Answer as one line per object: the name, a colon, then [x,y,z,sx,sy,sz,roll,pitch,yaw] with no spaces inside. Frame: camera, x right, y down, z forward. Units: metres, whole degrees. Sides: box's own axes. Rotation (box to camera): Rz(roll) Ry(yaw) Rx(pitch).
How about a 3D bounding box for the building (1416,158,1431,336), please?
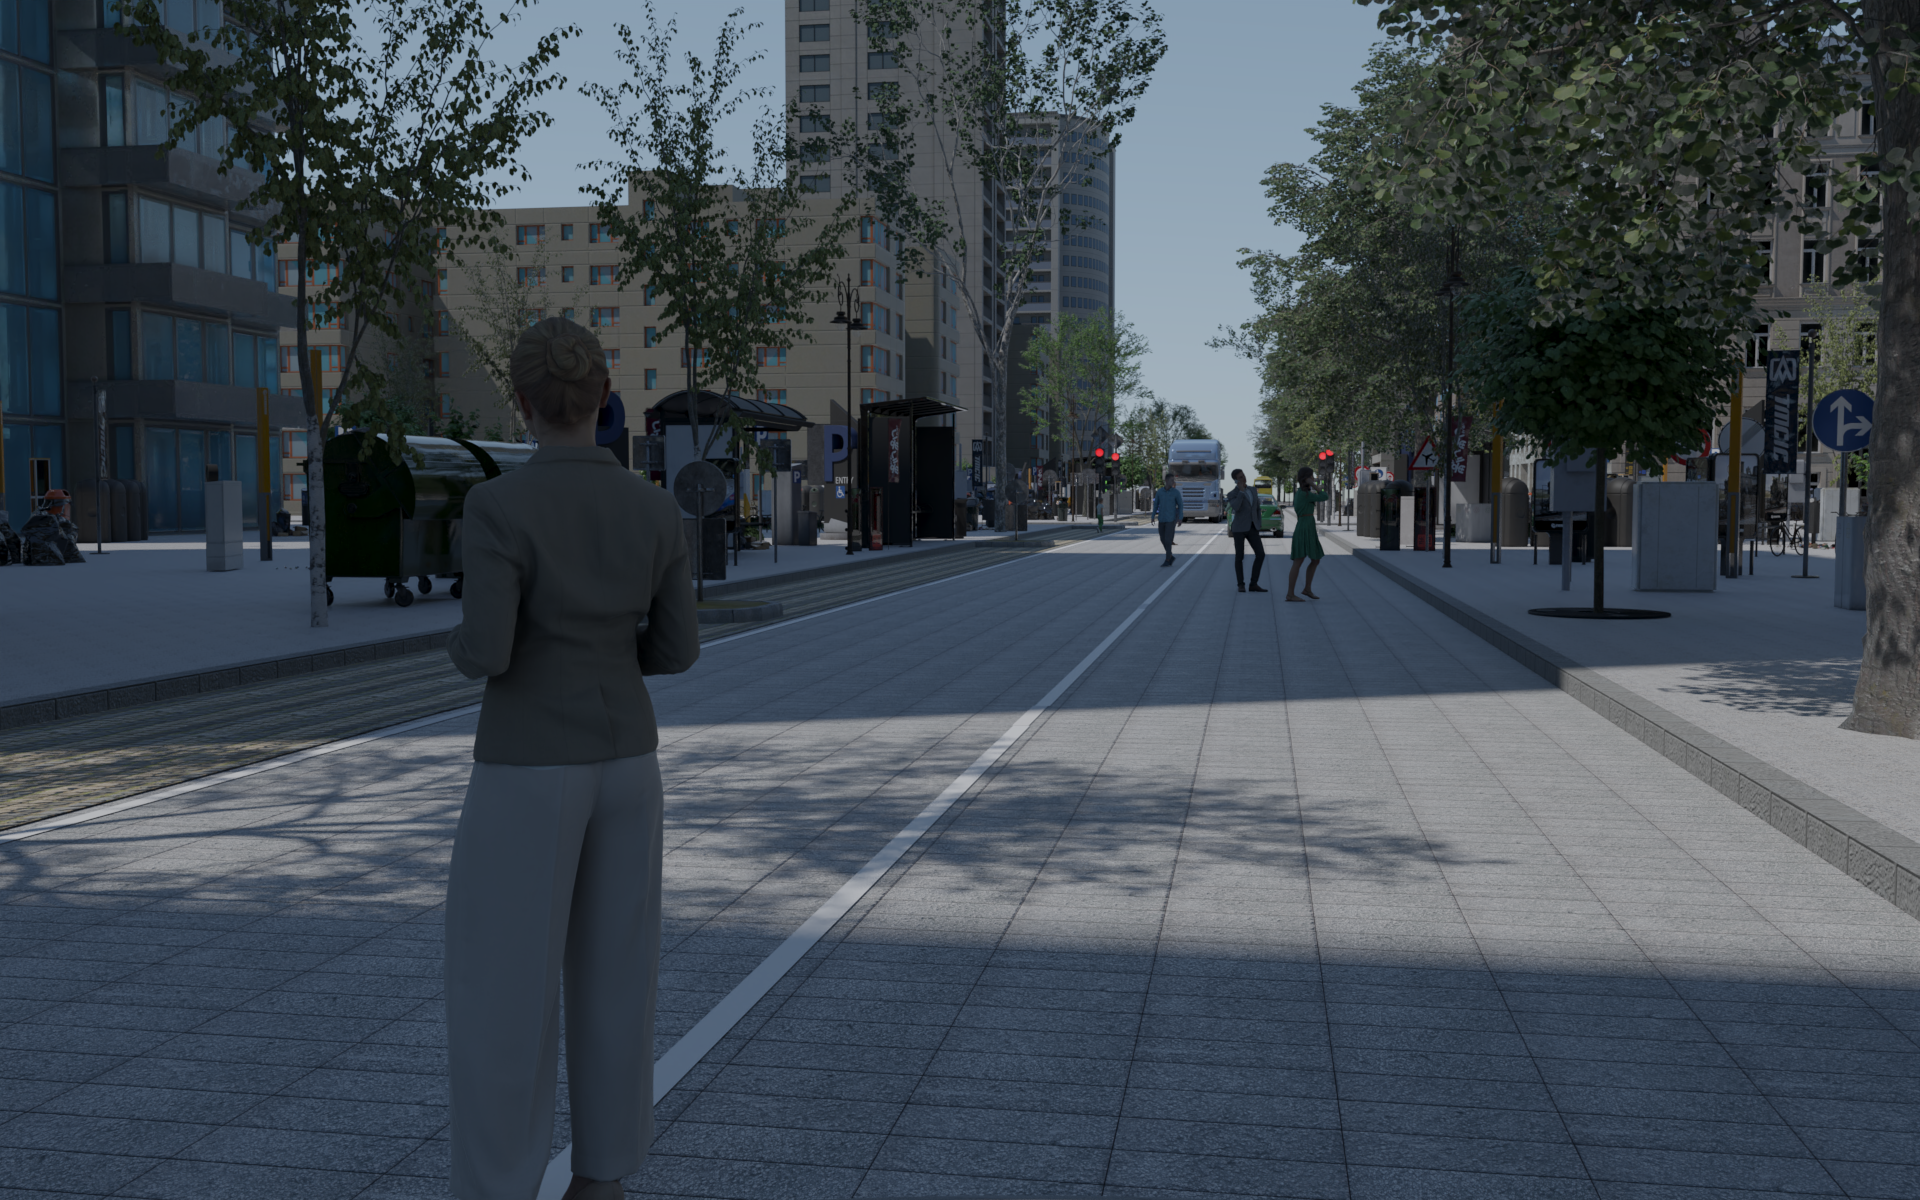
building: [62.311,-32.958,193.483,22.147,44.769,28.867,1,4,10]

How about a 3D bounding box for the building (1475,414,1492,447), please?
building: [50.036,-16.632,139.380,16.820,18.784,16.811,1,4,10]

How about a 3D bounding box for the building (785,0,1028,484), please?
building: [-4.151,-44.539,166.461,20.563,71.187,20.611,1,4,10]

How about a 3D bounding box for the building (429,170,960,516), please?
building: [-16.095,-16.684,117.820,27.650,21.520,28.899,1,4,10]

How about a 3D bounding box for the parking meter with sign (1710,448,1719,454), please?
parking meter with sign: [29.468,-4.276,66.174,1.738,3.016,0.543,-2,4,-25]

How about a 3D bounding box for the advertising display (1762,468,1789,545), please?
advertising display: [20.556,-2.356,43.735,0.974,1.923,0.123,-2,4,-31]

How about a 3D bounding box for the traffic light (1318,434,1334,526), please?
traffic light: [14.860,-4.943,69.739,0.839,4.253,0.868,1,4,10]

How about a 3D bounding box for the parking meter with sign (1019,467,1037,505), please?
parking meter with sign: [4.052,-7.034,111.268,1.738,3.016,0.543,2,4,34]

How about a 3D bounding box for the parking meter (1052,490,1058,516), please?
parking meter: [5.490,-5.604,100.037,0.372,1.533,0.369,0,3,0]

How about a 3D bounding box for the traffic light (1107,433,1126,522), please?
traffic light: [7.137,-5.519,79.153,0.839,4.253,0.868,1,4,10]

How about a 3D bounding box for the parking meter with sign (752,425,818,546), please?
parking meter with sign: [-4.344,-2.877,43.300,1.738,3.016,0.543,2,4,33]

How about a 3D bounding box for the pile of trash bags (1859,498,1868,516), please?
pile of trash bags: [40.822,-4.229,78.904,3.447,1.369,1.912,-2,4,-34]

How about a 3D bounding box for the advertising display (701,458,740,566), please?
advertising display: [-4.346,-1.586,31.137,0.974,1.923,0.123,3,4,36]

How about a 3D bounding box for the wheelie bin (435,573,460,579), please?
wheelie bin: [-7.670,-1.135,26.472,0.980,1.594,0.693,2,4,23]

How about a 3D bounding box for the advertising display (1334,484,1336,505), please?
advertising display: [25.296,-6.834,116.953,0.123,1.923,0.974,1,4,9]

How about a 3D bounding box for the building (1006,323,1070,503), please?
building: [-3.104,-21.280,192.969,27.650,21.520,28.899,1,4,10]

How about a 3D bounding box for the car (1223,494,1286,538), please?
car: [9.922,-2.842,58.260,2.131,1.459,4.920,1,4,8]

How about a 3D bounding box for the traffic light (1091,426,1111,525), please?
traffic light: [5.780,-5.037,71.283,0.839,4.253,0.868,1,4,10]

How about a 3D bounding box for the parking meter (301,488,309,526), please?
parking meter: [-26.522,-3.784,70.282,0.372,1.533,0.369,0,3,0]

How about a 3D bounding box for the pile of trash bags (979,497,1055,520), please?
pile of trash bags: [2.972,-4.632,85.478,3.447,1.369,1.912,-3,5,-42]

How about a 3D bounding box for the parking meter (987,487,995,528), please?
parking meter: [1.210,-3.528,66.100,0.372,1.533,0.369,0,3,0]

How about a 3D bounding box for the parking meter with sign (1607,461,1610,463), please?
parking meter with sign: [23.904,-4.244,65.654,1.738,3.016,0.543,-3,5,-39]

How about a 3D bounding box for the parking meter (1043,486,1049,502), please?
parking meter: [5.485,-6.409,110.490,0.255,1.863,0.399,-1,4,-14]

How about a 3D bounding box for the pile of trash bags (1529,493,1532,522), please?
pile of trash bags: [21.933,-3.272,63.247,1.912,1.369,3.447,-2,4,-34]

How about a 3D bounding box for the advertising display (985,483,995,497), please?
advertising display: [1.982,-6.078,104.595,0.974,1.923,0.123,0,4,-6]

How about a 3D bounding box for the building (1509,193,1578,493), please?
building: [43.310,-16.087,117.771,10.420,20.320,16.860,1,4,10]

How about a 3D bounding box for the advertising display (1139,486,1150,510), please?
advertising display: [14.481,-8.001,136.028,0.974,1.923,0.123,2,4,34]

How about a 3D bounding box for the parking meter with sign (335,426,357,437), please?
parking meter with sign: [-15.680,-2.885,43.430,0.543,3.016,1.738,0,4,2]

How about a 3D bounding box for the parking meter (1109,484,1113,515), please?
parking meter: [9.087,-6.022,104.173,0.255,1.863,0.399,1,4,9]

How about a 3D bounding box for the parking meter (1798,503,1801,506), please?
parking meter: [41.347,-4.886,85.598,0.399,1.863,0.255,1,4,15]

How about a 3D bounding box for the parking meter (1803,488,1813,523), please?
parking meter: [37.236,-4.137,76.056,0.372,1.533,0.369,0,3,0]

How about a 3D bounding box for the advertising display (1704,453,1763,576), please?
advertising display: [12.149,-1.347,27.231,0.974,1.923,0.123,-2,4,-23]

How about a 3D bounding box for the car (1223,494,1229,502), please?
car: [29.966,-11.309,194.683,2.009,1.686,4.222,1,4,11]

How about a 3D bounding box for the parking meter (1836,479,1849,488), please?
parking meter: [33.095,-3.626,64.988,0.255,1.863,0.399,-1,4,-15]

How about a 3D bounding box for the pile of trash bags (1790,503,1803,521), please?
pile of trash bags: [40.686,-4.523,83.710,3.447,1.369,1.912,0,4,2]

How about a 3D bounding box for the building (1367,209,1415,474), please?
building: [77.248,-40.040,278.359,21.300,48.544,21.600,1,4,10]

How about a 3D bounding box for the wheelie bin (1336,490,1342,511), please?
wheelie bin: [27.924,-7.368,128.373,0.693,1.594,0.980,3,4,36]

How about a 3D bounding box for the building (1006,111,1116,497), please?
building: [12.202,-44.333,266.840,21.231,58.520,28.212,1,4,10]

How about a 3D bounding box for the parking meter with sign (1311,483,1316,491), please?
parking meter with sign: [24.990,-7.704,122.220,1.738,3.016,0.543,-2,4,-23]

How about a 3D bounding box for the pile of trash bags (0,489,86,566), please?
pile of trash bags: [-17.238,-1.371,32.168,1.912,1.369,3.447,-1,4,-11]

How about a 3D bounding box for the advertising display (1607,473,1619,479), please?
advertising display: [20.120,-3.000,54.266,0.123,1.923,0.974,-3,5,-45]

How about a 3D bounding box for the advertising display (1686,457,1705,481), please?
advertising display: [12.907,-1.532,30.260,0.123,1.923,0.974,0,4,2]

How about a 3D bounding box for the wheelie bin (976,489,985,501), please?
wheelie bin: [1.461,-6.306,111.004,0.693,1.594,0.980,2,4,32]

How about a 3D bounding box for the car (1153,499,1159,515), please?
car: [14.283,-6.705,119.214,1.945,1.707,3.694,1,4,10]

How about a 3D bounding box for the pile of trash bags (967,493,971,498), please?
pile of trash bags: [1.527,-5.929,106.697,3.447,1.369,1.912,-3,4,-36]

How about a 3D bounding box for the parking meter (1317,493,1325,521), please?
parking meter: [17.202,-4.533,82.524,0.372,1.533,0.369,0,3,0]

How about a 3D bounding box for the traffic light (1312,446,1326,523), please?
traffic light: [16.218,-5.424,77.608,0.839,4.253,0.868,1,4,10]

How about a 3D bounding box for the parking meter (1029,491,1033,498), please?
parking meter: [5.154,-7.244,126.856,0.372,1.533,0.369,0,3,0]

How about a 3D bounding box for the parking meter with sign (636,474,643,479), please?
parking meter with sign: [-12.406,-4.255,65.837,0.543,3.016,1.738,3,5,43]

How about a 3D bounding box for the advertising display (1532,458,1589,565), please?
advertising display: [10.885,-1.601,31.396,0.974,1.923,0.123,0,4,8]

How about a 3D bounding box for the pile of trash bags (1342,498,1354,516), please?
pile of trash bags: [23.920,-5.579,100.961,3.447,1.369,1.912,-3,5,-44]

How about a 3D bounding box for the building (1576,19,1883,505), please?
building: [46.400,-18.028,92.023,25.104,27.353,12.463,1,4,10]

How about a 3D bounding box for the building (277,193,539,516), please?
building: [-47.998,-16.633,116.992,28.899,21.520,27.650,1,4,10]

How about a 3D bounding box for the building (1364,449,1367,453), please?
building: [76.121,-32.186,297.940,14.160,30.474,14.107,1,4,10]

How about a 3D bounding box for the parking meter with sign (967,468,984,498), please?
parking meter with sign: [1.280,-7.428,117.708,0.543,3.016,1.738,3,5,44]

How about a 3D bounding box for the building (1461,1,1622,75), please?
building: [51.777,-31.064,158.012,14.600,45.320,14.200,1,4,10]

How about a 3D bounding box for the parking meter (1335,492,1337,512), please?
parking meter: [26.095,-6.876,120.840,0.372,1.533,0.369,0,3,0]
